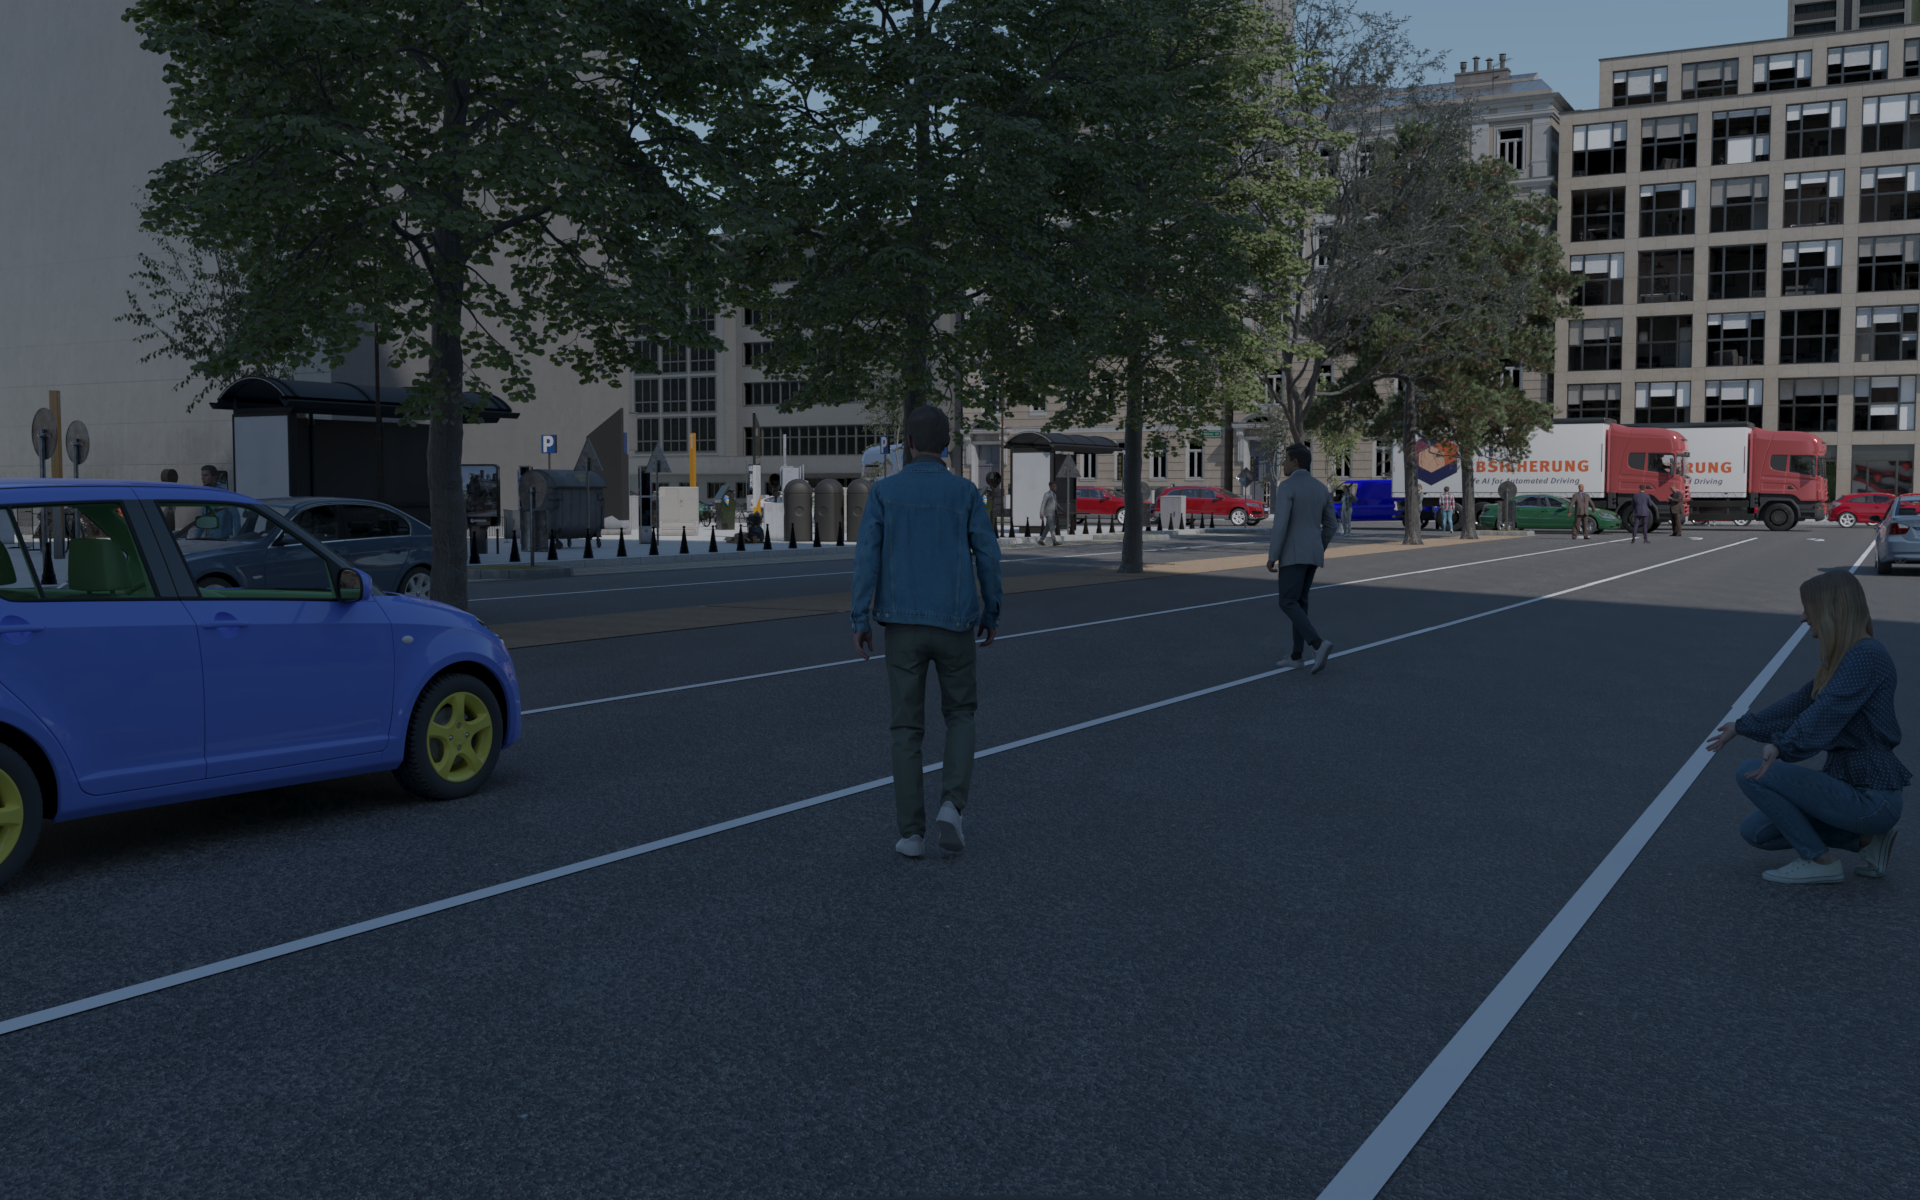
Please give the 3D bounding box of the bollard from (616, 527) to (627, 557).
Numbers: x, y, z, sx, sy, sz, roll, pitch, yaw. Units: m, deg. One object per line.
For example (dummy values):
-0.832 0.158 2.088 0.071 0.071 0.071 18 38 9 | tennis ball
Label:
-6.925 -1.187 35.447 0.229 0.601 0.229 0 3 0 | bollard

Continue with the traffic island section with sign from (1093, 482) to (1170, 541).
5.468 -2.787 54.193 1.989 1.847 2.006 2 4 29 | traffic island section with sign

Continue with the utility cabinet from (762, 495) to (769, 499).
-14.140 -6.984 125.356 0.306 1.237 1.020 -2 4 -29 | utility cabinet

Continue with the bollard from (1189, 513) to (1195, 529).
8.501 -2.900 63.458 0.229 0.601 0.229 0 3 0 | bollard

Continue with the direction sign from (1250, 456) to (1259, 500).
17.789 -6.887 104.600 0.379 3.537 0.876 -2 4 -25 | direction sign

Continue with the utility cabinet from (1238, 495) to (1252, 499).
16.784 -5.591 102.576 1.020 1.237 0.306 3 5 43 | utility cabinet

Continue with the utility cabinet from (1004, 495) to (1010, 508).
3.365 -6.192 112.398 1.020 1.237 0.306 -2 4 -26 | utility cabinet

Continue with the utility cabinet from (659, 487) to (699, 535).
-8.647 -2.729 53.301 1.173 1.500 0.318 0 4 -2 | utility cabinet

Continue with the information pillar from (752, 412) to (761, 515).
-5.861 -3.581 49.898 0.183 3.616 0.504 1 4 10 | information pillar

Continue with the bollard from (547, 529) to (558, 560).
-7.917 -1.077 33.643 0.229 0.601 0.229 0 3 0 | bollard

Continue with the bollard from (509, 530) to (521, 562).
-8.417 -1.021 32.735 0.229 0.601 0.229 0 3 0 | bollard

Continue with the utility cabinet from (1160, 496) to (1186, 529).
7.867 -3.232 64.010 0.306 1.237 1.020 -3 5 -41 | utility cabinet

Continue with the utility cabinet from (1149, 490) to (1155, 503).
11.769 -5.774 103.080 1.173 1.500 0.318 -3 4 -36 | utility cabinet

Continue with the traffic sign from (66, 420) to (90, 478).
-15.248 -1.822 29.898 0.768 2.556 0.104 2 4 35 | traffic sign

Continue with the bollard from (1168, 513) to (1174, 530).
7.508 -2.790 61.655 0.229 0.601 0.229 0 3 0 | bollard

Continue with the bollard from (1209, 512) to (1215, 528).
9.496 -3.011 65.265 0.229 0.601 0.229 0 3 0 | bollard

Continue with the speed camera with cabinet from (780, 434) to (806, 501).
-5.529 -3.822 56.827 0.660 3.252 2.038 -1 4 -8 | speed camera with cabinet

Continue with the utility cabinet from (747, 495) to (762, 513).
-13.693 -6.320 114.499 0.306 1.237 1.020 -3 5 -40 | utility cabinet

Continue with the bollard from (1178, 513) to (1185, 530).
8.007 -2.845 62.557 0.229 0.601 0.229 0 3 0 | bollard

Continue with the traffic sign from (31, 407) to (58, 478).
-13.511 -1.555 25.530 0.768 2.556 0.104 3 4 37 | traffic sign

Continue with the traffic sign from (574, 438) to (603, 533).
-8.604 -2.448 40.028 0.884 2.594 0.081 2 4 30 | traffic sign

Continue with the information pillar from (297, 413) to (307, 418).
-17.442 -3.344 46.024 0.183 3.616 0.504 1 4 20 | information pillar

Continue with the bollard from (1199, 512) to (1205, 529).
9.003 -2.956 64.364 0.229 0.601 0.229 0 3 0 | bollard

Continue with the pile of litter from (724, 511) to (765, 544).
-5.619 -1.914 45.252 1.176 0.858 1.719 1 4 9 | pile of litter

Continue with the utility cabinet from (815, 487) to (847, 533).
-4.130 -2.899 56.071 0.318 1.500 1.173 3 5 45 | utility cabinet

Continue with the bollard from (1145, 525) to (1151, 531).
6.513 -2.679 59.845 0.229 0.601 0.229 0 3 0 | bollard

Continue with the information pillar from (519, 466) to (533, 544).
-11.181 -2.458 44.682 0.304 2.012 0.304 0 4 0 | information pillar

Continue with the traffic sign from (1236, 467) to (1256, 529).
10.563 -3.695 64.053 0.795 2.450 0.064 2 4 29 | traffic sign

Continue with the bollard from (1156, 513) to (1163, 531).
7.008 -2.734 60.746 0.229 0.601 0.229 0 3 0 | bollard

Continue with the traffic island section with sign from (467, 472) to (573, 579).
-7.844 -1.309 30.026 1.989 1.847 2.006 2 4 29 | traffic island section with sign

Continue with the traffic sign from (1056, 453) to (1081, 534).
3.442 -3.368 55.075 0.884 2.594 0.081 2 4 30 | traffic sign

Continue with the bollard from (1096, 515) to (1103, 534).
4.518 -2.458 56.223 0.229 0.601 0.229 0 3 0 | bollard

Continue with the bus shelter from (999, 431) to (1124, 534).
3.487 -3.934 58.238 2.014 3.302 5.546 2 4 29 | bus shelter

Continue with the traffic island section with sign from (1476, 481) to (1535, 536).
18.782 -3.165 59.878 2.006 1.907 1.989 2 4 29 | traffic island section with sign

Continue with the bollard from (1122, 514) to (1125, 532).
5.522 -2.569 58.046 0.229 0.601 0.229 0 3 0 | bollard

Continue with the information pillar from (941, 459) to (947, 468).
-1.094 -7.256 109.987 0.504 3.616 0.183 2 4 24 | information pillar

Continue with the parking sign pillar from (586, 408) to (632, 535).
-11.104 -4.043 54.582 1.447 3.967 1.447 1 4 22 | parking sign pillar

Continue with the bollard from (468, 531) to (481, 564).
-8.920 -0.965 31.827 0.229 0.601 0.229 0 3 0 | bollard

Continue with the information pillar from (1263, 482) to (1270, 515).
18.736 -6.202 105.898 0.304 2.012 0.304 -3 5 -40 | information pillar

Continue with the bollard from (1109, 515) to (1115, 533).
5.018 -2.513 57.126 0.229 0.601 0.229 0 3 0 | bollard

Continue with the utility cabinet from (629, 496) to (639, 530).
-11.842 -3.138 62.469 0.306 1.237 1.020 0 4 6 | utility cabinet

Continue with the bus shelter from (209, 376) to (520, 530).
-10.842 -2.336 32.125 2.014 3.302 5.546 2 4 29 | bus shelter

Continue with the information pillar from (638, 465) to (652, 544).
-8.103 -2.450 44.550 0.304 2.012 0.304 -1 4 -20 | information pillar

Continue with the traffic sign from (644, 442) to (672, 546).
-7.530 -2.636 43.096 0.884 2.594 0.081 2 4 32 | traffic sign

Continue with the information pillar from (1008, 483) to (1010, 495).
3.379 -6.781 115.355 0.304 2.012 0.304 -3 5 -41 | information pillar

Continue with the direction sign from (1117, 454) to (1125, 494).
9.264 -6.525 98.677 0.379 3.537 0.876 -3 5 -40 | direction sign

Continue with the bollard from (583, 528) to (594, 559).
-7.417 -1.132 34.546 0.229 0.601 0.229 0 3 0 | bollard
